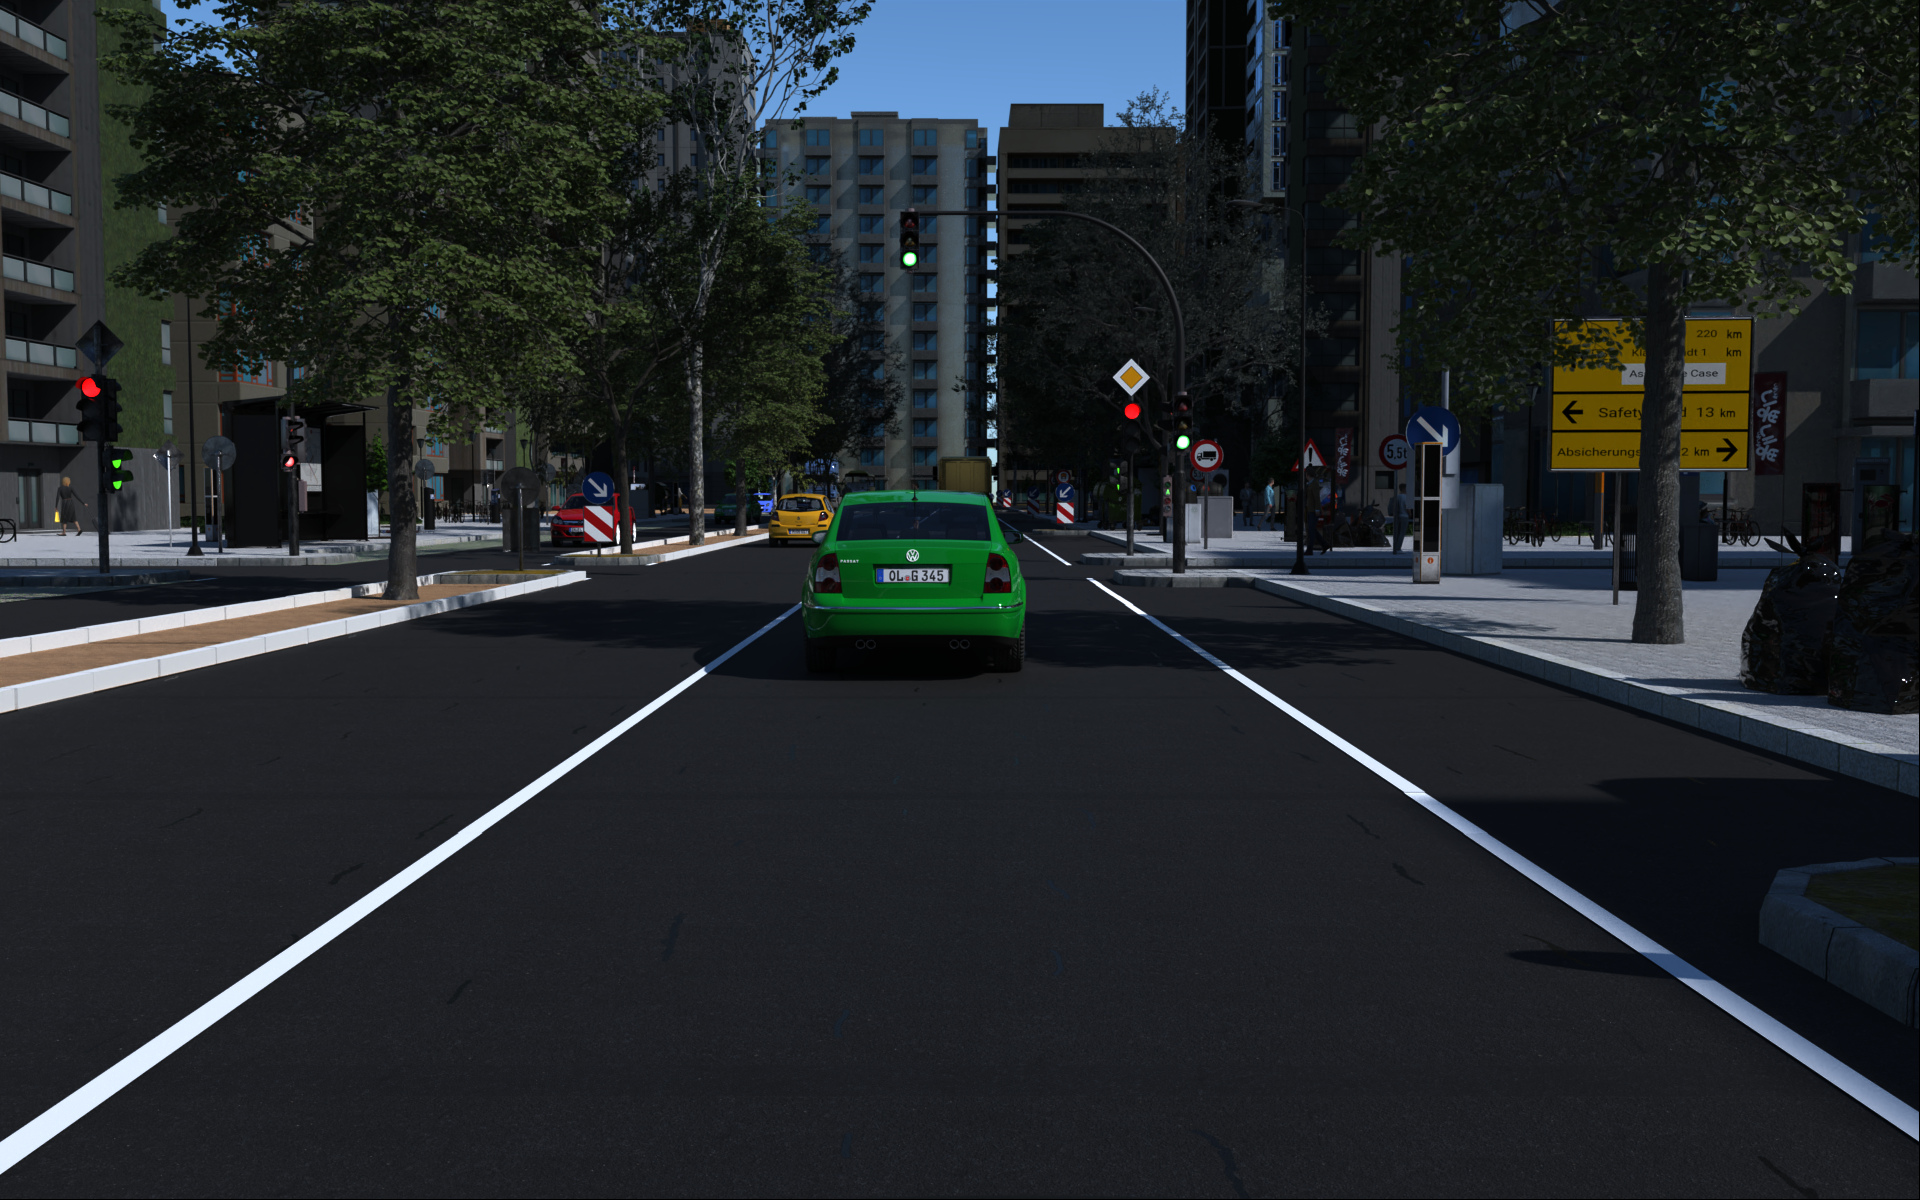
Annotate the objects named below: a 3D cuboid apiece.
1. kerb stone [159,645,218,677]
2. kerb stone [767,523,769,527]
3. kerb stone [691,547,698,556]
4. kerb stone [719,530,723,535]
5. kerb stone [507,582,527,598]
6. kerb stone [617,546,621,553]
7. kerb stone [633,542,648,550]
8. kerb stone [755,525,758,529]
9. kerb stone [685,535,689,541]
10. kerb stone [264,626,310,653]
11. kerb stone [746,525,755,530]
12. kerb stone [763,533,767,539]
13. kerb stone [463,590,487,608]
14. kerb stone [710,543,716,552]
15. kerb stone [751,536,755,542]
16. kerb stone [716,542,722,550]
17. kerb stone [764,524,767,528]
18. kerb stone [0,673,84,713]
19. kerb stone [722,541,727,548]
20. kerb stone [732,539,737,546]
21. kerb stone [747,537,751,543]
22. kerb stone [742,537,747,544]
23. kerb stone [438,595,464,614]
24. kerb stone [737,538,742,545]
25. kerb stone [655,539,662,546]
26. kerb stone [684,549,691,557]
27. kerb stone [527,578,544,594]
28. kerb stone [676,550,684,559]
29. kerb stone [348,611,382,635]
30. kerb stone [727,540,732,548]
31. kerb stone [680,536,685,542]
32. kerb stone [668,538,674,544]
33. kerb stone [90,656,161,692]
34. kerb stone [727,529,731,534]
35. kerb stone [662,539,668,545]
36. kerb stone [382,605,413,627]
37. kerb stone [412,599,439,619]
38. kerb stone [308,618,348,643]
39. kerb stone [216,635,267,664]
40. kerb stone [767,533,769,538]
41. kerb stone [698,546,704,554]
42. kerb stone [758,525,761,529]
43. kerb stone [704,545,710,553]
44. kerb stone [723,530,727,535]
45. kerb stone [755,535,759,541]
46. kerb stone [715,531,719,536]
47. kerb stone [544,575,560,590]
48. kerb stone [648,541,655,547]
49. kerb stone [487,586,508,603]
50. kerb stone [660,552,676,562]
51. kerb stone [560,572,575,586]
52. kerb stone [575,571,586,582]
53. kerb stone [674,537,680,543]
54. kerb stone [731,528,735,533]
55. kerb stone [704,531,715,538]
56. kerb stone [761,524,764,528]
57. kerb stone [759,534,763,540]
[{"bbox_3d":[-6.298,0.506,14.014,0.120,0.150,1.000,0,3,0],"label":"kerb stone"},{"bbox_3d":[-8.360,-3.170,74.026,0.120,0.150,1.000,0,3,0],"label":"kerb stone"},{"bbox_3d":[-6.280,-1.100,40.176,0.120,0.150,1.000,0,3,0],"label":"kerb stone"},{"bbox_3d":[-8.370,-2.292,59.674,0.120,0.150,1.000,0,3,0],"label":"kerb stone"},{"bbox_3d":[-6.292,-0.125,24.252,0.120,0.150,1.000,0,3,0],"label":"kerb stone"},{"bbox_3d":[-8.383,-1.222,42.231,0.120,0.150,1.000,0,3,0],"label":"kerb stone"},{"bbox_3d":[-8.378,-1.413,45.302,0.120,0.150,1.000,0,3,0],"label":"kerb stone"},{"bbox_3d":[-8.370,-2.919,69.923,0.120,0.150,1.000,0,3,0],"label":"kerb stone"},{"bbox_3d":[-8.372,-1.852,52.482,0.120,0.150,1.000,0,3,0],"label":"kerb stone"},{"bbox_3d":[-6.298,0.375,16.063,0.120,0.150,1.000,0,3,0],"label":"kerb stone"},{"bbox_3d":[-8.362,-2.857,68.901,0.120,0.150,1.000,0,3,0],"label":"kerb stone"},{"bbox_3d":[-6.280,-1.974,54.514,0.120,0.150,1.000,0,3,0],"label":"kerb stone"},{"bbox_3d":[-6.293,-0.001,22.208,0.120,0.150,1.000,0,3,0],"label":"kerb stone"},{"bbox_3d":[-6.284,-1.287,43.246,0.120,0.150,1.000,0,3,0],"label":"kerb stone"},{"bbox_3d":[-6.279,-1.788,51.434,0.120,0.150,1.000,0,3,0],"label":"kerb stone"},{"bbox_3d":[-6.283,-1.346,44.268,0.120,0.150,1.000,0,3,0],"label":"kerb stone"},{"bbox_3d":[-8.364,-3.105,73.003,0.120,0.150,1.000,0,3,0],"label":"kerb stone"},{"bbox_3d":[-6.292,0.626,11.956,0.120,0.150,1.000,0,3,0],"label":"kerb stone"},{"bbox_3d":[-6.287,-1.413,45.295,0.120,0.150,1.000,0,3,0],"label":"kerb stone"},{"bbox_3d":[-6.283,-1.536,47.340,0.120,0.150,1.000,0,3,0],"label":"kerb stone"},{"bbox_3d":[-6.274,-1.726,50.408,0.120,0.150,1.000,0,3,0],"label":"kerb stone"},{"bbox_3d":[-6.281,-1.663,49.386,0.120,0.150,1.000,0,3,0],"label":"kerb stone"},{"bbox_3d":[-6.298,0.062,21.186,0.120,0.150,1.000,0,3,0],"label":"kerb stone"},{"bbox_3d":[-6.282,-1.596,48.364,0.120,0.150,1.000,0,3,0],"label":"kerb stone"},{"bbox_3d":[-8.372,-1.538,47.350,0.120,0.150,1.000,0,3,0],"label":"kerb stone"},{"bbox_3d":[-6.288,-1.037,39.153,0.120,0.150,1.000,0,3,0],"label":"kerb stone"},{"bbox_3d":[-6.287,-0.188,25.274,0.120,0.150,1.000,0,3,0],"label":"kerb stone"},{"bbox_3d":[-6.282,-0.972,38.131,0.120,0.150,1.000,0,3,0],"label":"kerb stone"},{"bbox_3d":[-6.294,0.250,18.110,0.120,0.150,1.000,0,3,0],"label":"kerb stone"},{"bbox_3d":[-6.279,-1.475,46.317,0.120,0.150,1.000,0,3,0],"label":"kerb stone"},{"bbox_3d":[-8.380,-1.790,51.459,0.120,0.150,1.000,0,3,0],"label":"kerb stone"},{"bbox_3d":[-8.378,-1.663,49.410,0.120,0.150,1.000,0,3,0],"label":"kerb stone"},{"bbox_3d":[-6.301,0.564,12.978,0.120,0.150,1.000,0,3,0],"label":"kerb stone"},{"bbox_3d":[-8.363,-2.418,61.725,0.120,0.150,1.000,0,3,0],"label":"kerb stone"},{"bbox_3d":[-8.371,-1.601,48.375,0.120,0.150,1.000,0,3,0],"label":"kerb stone"},{"bbox_3d":[-6.294,0.188,19.132,0.120,0.150,1.000,0,3,0],"label":"kerb stone"},{"bbox_3d":[-6.302,0.124,20.164,0.120,0.150,1.000,0,3,0],"label":"kerb stone"},{"bbox_3d":[-6.300,0.312,17.088,0.120,0.150,1.000,0,3,0],"label":"kerb stone"},{"bbox_3d":[-6.297,0.441,15.035,0.120,0.150,1.000,0,3,0],"label":"kerb stone"},{"bbox_3d":[-6.272,-2.039,55.537,0.120,0.150,1.000,0,3,0],"label":"kerb stone"},{"bbox_3d":[-6.282,-1.159,41.199,0.120,0.150,1.000,0,3,0],"label":"kerb stone"},{"bbox_3d":[-8.366,-2.982,70.945,0.120,0.150,1.000,0,3,0],"label":"kerb stone"},{"bbox_3d":[-6.283,-1.221,42.221,0.120,0.150,1.000,0,3,0],"label":"kerb stone"},{"bbox_3d":[-8.369,-2.355,60.699,0.120,0.150,1.000,0,3,0],"label":"kerb stone"},{"bbox_3d":[-6.272,-1.851,52.456,0.120,0.150,1.000,0,3,0],"label":"kerb stone"},{"bbox_3d":[-8.373,-2.230,58.649,0.120,0.150,1.000,0,3,0],"label":"kerb stone"},{"bbox_3d":[-6.293,-0.249,26.306,0.120,0.150,1.000,0,3,0],"label":"kerb stone"},{"bbox_3d":[-8.380,-1.472,46.324,0.120,0.150,1.000,0,3,0],"label":"kerb stone"},{"bbox_3d":[-6.293,-0.059,23.230,0.120,0.150,1.000,0,3,0],"label":"kerb stone"},{"bbox_3d":[-6.285,-0.912,37.101,0.120,0.150,1.000,0,3,0],"label":"kerb stone"},{"bbox_3d":[-6.283,-0.314,27.328,0.120,0.150,1.000,0,3,0],"label":"kerb stone"},{"bbox_3d":[-6.291,-0.376,28.350,0.120,0.150,1.000,0,3,0],"label":"kerb stone"},{"bbox_3d":[-8.378,-1.727,50.434,0.120,0.150,1.000,0,3,0],"label":"kerb stone"},{"bbox_3d":[-8.372,-2.480,62.747,0.120,0.150,1.000,0,3,0],"label":"kerb stone"},{"bbox_3d":[-8.374,-2.165,57.623,0.120,0.150,1.000,0,3,0],"label":"kerb stone"},{"bbox_3d":[-8.364,-3.040,71.977,0.120,0.150,1.000,0,3,0],"label":"kerb stone"},{"bbox_3d":[-6.281,-1.914,53.483,0.120,0.150,1.000,0,3,0],"label":"kerb stone"}]
